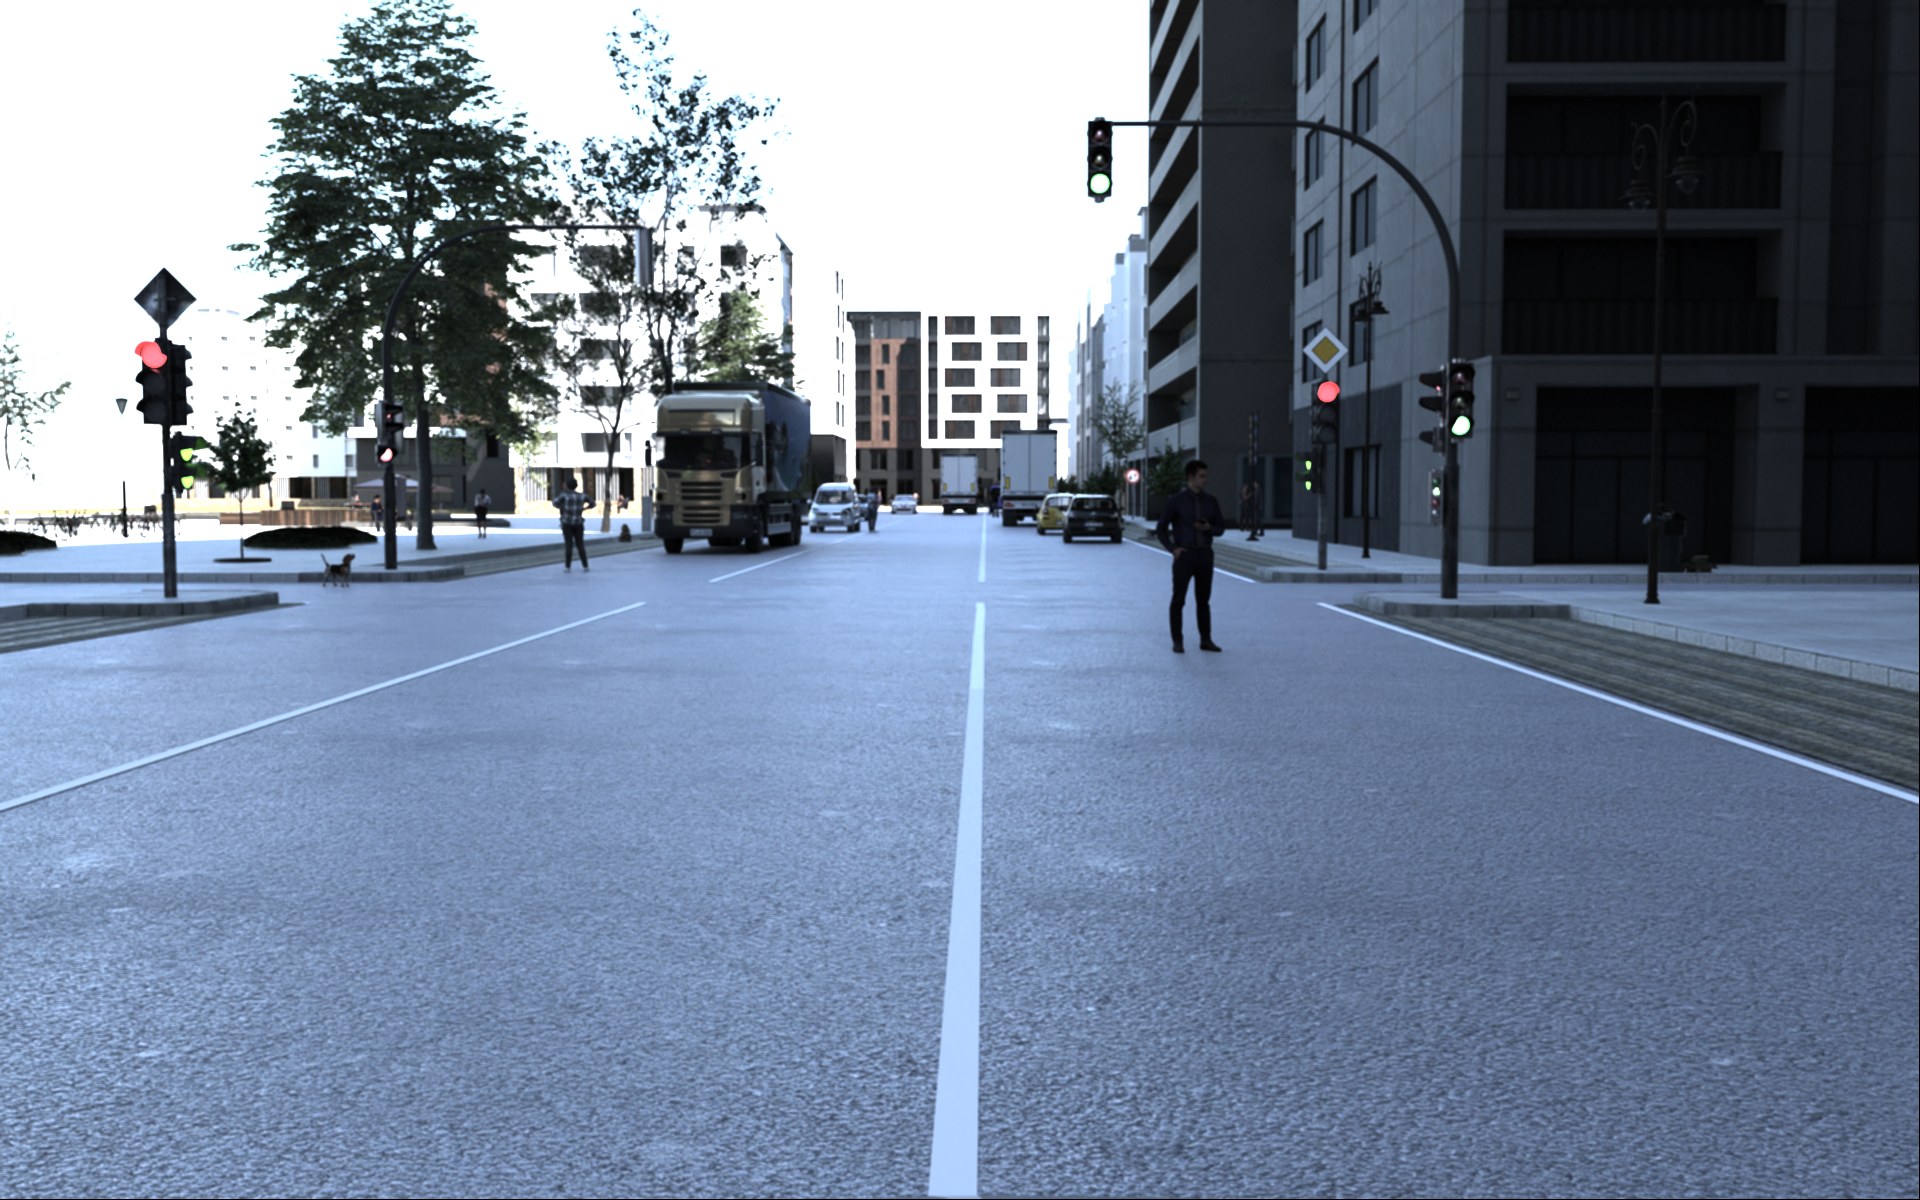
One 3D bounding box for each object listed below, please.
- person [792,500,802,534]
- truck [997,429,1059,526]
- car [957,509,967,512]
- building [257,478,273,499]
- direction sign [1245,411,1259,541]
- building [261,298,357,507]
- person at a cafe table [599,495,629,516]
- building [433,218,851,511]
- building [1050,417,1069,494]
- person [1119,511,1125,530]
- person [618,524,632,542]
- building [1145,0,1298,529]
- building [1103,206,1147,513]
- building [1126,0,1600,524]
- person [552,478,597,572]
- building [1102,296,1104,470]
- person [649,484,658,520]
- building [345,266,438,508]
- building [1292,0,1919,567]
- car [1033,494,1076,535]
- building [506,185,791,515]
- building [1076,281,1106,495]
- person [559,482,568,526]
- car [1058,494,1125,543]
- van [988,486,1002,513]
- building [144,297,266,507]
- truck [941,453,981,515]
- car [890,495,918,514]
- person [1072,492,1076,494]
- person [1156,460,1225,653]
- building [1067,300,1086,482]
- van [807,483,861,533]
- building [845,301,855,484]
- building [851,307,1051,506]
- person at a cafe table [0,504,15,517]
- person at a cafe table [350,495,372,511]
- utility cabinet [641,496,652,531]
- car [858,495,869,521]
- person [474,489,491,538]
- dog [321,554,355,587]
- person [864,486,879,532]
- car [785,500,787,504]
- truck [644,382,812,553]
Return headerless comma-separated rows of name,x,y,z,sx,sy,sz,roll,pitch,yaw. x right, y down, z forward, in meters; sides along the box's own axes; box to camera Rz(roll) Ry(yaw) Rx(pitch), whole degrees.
person,-5.911,-3.151,62.231,0.499,1.552,0.429,0,4,-2
truck,3.132,-5.582,80.175,2.839,4.237,11.283,0,4,1
car,-0.325,-7.853,137.186,1.959,1.807,4.718,0,3,0
building,-65.270,-15.489,195.397,28.070,9.664,9.099,0,4,1
direction sign,8.041,-3.397,47.538,0.379,3.537,0.876,0,4,-5
building,-60.466,-19.382,173.317,11.380,20.091,16.016,0,4,1
person at a cafe table,-20.305,-5.560,101.763,1.726,1.238,1.698,-2,4,-34
building,-24.649,-18.414,145.051,27.936,21.610,32.646,0,4,1
building,24.051,-15.392,193.805,28.070,9.664,9.099,0,4,1
person,6.203,-3.122,67.838,0.655,0.850,0.859,-3,5,-42
person,-9.968,-1.994,51.575,0.381,0.543,0.357,1,4,22
building,19.440,-27.394,71.590,21.300,48.544,21.600,0,4,1
building,18.487,-16.079,119.316,16.016,20.091,11.380,0,4,1
building,20.136,-39.982,91.957,20.563,71.187,20.611,0,4,1
person,-7.155,-1.396,32.047,0.841,1.734,0.376,-2,4,-24
building,18.933,-16.774,130.669,16.016,20.091,11.380,0,4,1
person,-15.273,-4.916,86.540,0.598,1.807,0.434,-1,4,-21
building,-38.566,-19.670,165.576,32.646,21.610,27.936,0,4,1
building,19.808,-36.715,38.545,20.611,71.187,20.563,0,4,1
car,3.630,-3.161,61.906,2.015,1.641,3.980,0,4,1
building,-19.397,-15.548,110.627,16.016,20.091,11.380,0,4,1
building,19.405,-17.481,152.274,16.747,18.905,31.486,0,4,1
person,-15.604,-3.784,68.456,0.990,1.755,0.434,3,4,39
car,3.943,-2.572,51.832,2.009,1.686,4.222,0,4,3
van,3.230,-7.916,133.805,2.240,2.365,5.245,0,4,2
building,-71.857,-19.342,172.656,11.380,20.091,16.016,0,4,1
truck,0.041,-8.269,124.104,2.839,4.237,11.283,0,4,1
car,-4.095,-7.046,127.570,2.083,1.381,4.827,0,4,0
person,5.527,-4.437,83.259,0.569,1.553,0.471,1,4,17
person,2.133,-0.398,15.708,0.576,1.737,0.504,-2,4,-25
building,18.848,-19.412,173.811,16.016,20.091,11.380,0,4,1
van,-4.738,-3.601,65.884,2.013,2.044,4.112,0,4,1
building,-16.448,-19.330,172.468,11.380,20.091,16.016,0,4,1
building,-6.159,-21.988,203.476,32.646,21.610,27.936,0,4,1
person at a cafe table,-53.195,-5.172,95.431,1.698,1.238,1.726,-3,5,-39
person at a cafe table,-35.476,-5.596,102.354,1.698,1.238,1.726,-3,4,-37
utility cabinet,-10.828,-2.976,59.827,0.306,1.237,1.020,0,4,-6
car,-5.707,-5.006,93.850,2.014,1.417,4.499,0,4,0
person,-13.907,-2.513,50.323,0.799,1.438,0.628,3,5,40
dog,-9.654,-0.465,26.884,0.540,0.507,0.406,-1,4,-13
person,-3.304,-3.421,65.157,0.376,1.734,0.841,-2,4,-27
car,-8.832,-4.642,85.491,1.945,1.707,3.694,0,3,0
truck,-5.844,-3.462,45.524,2.839,4.237,11.283,0,4,3
